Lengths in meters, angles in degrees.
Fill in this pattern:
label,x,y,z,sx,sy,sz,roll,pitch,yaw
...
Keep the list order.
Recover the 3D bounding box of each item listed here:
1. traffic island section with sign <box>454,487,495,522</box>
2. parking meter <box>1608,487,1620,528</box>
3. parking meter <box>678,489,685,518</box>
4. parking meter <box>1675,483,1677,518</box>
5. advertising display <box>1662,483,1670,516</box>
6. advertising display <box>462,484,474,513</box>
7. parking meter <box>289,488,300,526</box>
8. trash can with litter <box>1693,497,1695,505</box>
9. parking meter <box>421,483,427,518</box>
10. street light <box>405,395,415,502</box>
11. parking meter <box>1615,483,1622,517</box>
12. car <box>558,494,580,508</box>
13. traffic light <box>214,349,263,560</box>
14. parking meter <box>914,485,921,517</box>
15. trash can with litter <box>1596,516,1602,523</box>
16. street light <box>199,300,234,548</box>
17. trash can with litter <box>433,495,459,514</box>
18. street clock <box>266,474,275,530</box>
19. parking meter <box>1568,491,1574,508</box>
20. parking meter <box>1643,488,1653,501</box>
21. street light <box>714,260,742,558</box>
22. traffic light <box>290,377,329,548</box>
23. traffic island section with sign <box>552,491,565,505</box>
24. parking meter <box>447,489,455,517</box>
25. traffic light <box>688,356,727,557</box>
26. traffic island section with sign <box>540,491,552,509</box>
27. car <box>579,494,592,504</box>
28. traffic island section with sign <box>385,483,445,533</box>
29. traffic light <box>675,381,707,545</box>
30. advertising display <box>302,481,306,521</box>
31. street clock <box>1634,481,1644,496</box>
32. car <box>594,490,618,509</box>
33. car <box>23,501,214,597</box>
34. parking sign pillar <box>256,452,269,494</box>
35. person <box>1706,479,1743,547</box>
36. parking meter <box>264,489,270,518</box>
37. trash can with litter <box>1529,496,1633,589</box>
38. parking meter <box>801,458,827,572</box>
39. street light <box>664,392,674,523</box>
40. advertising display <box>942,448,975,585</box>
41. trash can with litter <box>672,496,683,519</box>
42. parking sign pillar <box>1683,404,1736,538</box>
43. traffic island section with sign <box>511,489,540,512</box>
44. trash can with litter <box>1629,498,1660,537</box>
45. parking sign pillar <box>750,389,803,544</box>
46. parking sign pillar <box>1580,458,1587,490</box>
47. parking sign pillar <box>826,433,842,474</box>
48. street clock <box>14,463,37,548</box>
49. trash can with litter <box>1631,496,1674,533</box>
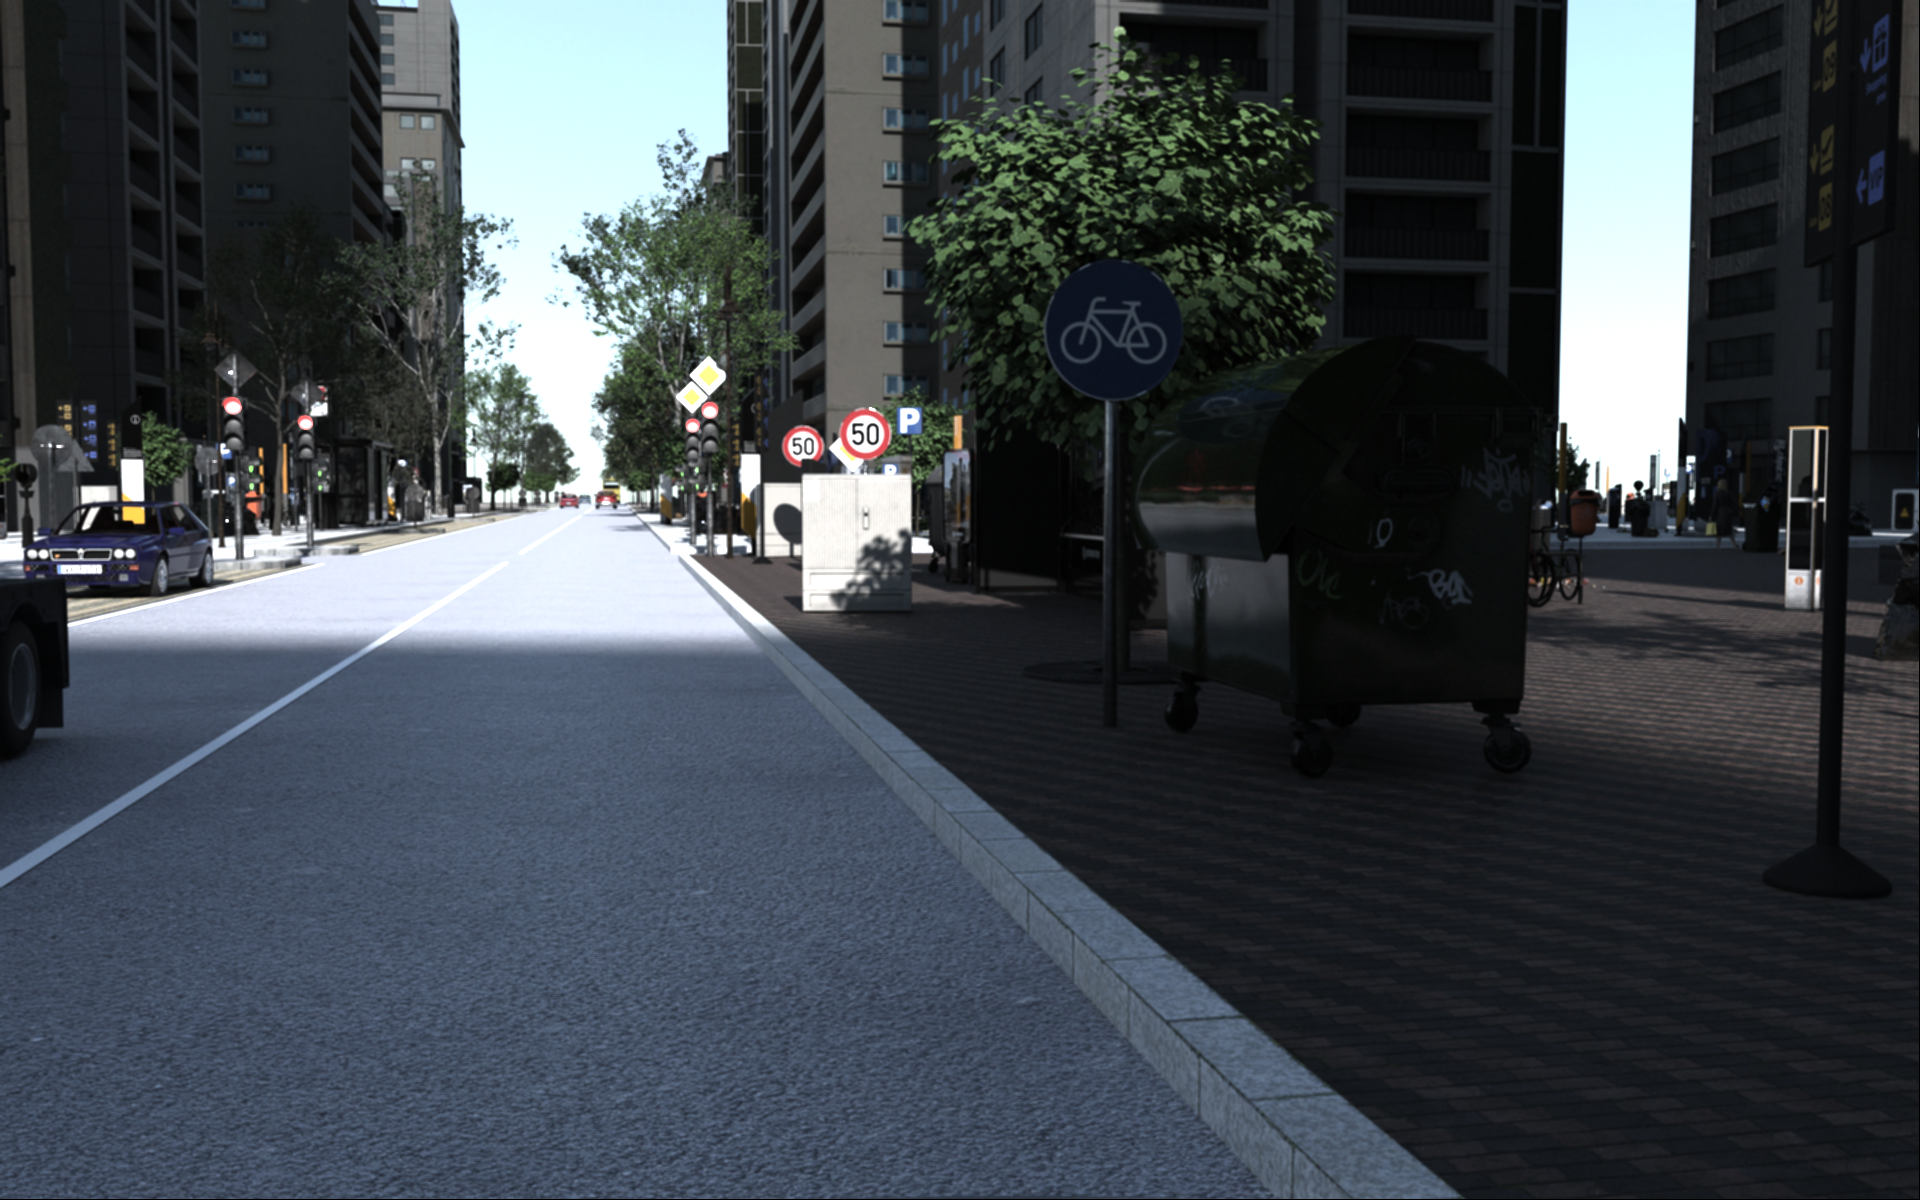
label,x,y,z,sx,sy,sz,roll,pitch,yaw
traffic island section with sign,-25.374,-5.008,90.515,1.989,1.847,2.006,-1,4,-11
parking meter,24.486,-3.451,64.834,0.372,1.533,0.369,0,3,0
parking meter,-15.083,-5.225,93.844,0.372,1.533,0.369,0,3,0
parking meter,39.214,-5.430,94.484,0.399,1.863,0.255,-3,5,-42
advertising display,41.157,-5.829,100.515,0.974,1.923,0.123,-1,4,-19
advertising display,-32.596,-6.705,114.839,0.974,1.923,0.123,2,4,31
parking meter,-26.938,-3.772,70.086,0.372,1.533,0.369,0,3,0
trash can with litter,42.447,-5.415,99.929,0.624,1.170,1.055,0,4,7
parking meter,-29.172,-5.421,94.350,0.255,1.863,0.399,0,4,-5
street light,-25.185,-6.534,79.626,0.468,5.910,1.993,-1,4,-11
parking meter,36.093,-5.464,95.049,0.399,1.863,0.255,1,4,22
car,-39.801,-10.239,176.448,2.155,1.783,4.494,-1,4,-10
traffic light,-14.025,-2.736,33.653,0.839,4.253,0.868,-1,4,-11
parking meter,-2.374,-5.554,96.511,0.255,1.863,0.399,-2,4,-32
trash can with litter,28.037,-4.027,77.234,1.055,1.170,0.624,-1,4,-12
street light,-17.702,-4.194,41.366,0.468,5.910,1.993,-1,4,-11
trash can with litter,-33.335,-6.115,111.038,2.233,1.210,1.678,-1,4,-14
street clock,-24.688,-3.518,62.093,0.358,2.002,0.471,-1,4,-17
parking meter,28.988,-4.669,82.049,0.255,1.863,0.399,-3,5,-42
parking meter,25.931,-3.480,65.305,0.372,1.533,0.369,0,3,0
street light,-4.594,-3.768,34.394,0.468,5.910,1.993,-1,4,-11
traffic light,-15.584,-3.215,41.485,0.839,4.253,0.868,-1,4,-11
traffic island section with sign,-51.197,-12.944,220.260,1.989,1.847,2.006,-1,4,-11
parking meter,-27.919,-5.295,94.983,0.372,1.533,0.369,0,3,0
traffic light,-5.141,-2.845,35.431,0.839,4.253,0.868,-1,4,-11
traffic island section with sign,-40.389,-9.622,165.944,1.989,1.847,2.006,-1,4,-11
car,-54.202,-14.570,250.216,2.014,1.417,4.499,-1,4,-11
traffic island section with sign,-20.073,-3.379,63.869,1.989,1.847,2.006,-1,4,-11
traffic light,-6.699,-3.324,43.263,0.839,4.253,0.868,-1,4,-11
advertising display,-31.353,-4.813,83.906,0.123,1.923,0.974,3,5,42
street clock,36.363,-5.399,92.848,0.471,2.002,0.358,3,4,37
car,-34.332,-9.746,168.025,2.281,1.827,5.304,-1,4,-13
car,-12.080,-0.760,25.005,1.945,1.354,3.894,-1,4,-10
parking sign pillar,-42.650,-7.175,105.789,1.447,3.967,1.447,0,4,6
person,19.123,-2.064,42.470,1.509,1.804,0.699,2,4,27
parking meter,-36.149,-5.024,90.547,0.372,1.533,0.369,0,3,0
trash can with litter,8.414,-0.825,24.539,1.678,1.210,2.233,2,4,30
parking meter,-2.394,-1.395,28.525,0.255,1.863,0.399,3,5,43
street light,-13.082,-6.429,77.902,0.468,5.910,1.993,-1,4,-11
advertising display,-0.002,-1.195,24.760,0.123,1.923,0.974,-2,4,-25
trash can with litter,-14.653,-4.785,89.622,0.624,1.170,1.055,-3,5,-39
parking sign pillar,22.316,-3.854,51.483,1.447,3.967,1.447,0,4,2
traffic island section with sign,-35.025,-7.973,138.990,1.989,1.847,2.006,-1,4,-11
trash can with litter,20.482,-2.465,51.692,0.624,1.170,1.055,-1,4,-16
parking sign pillar,-4.678,-3.419,44.377,1.447,3.967,1.447,-2,4,-34
parking sign pillar,45.831,-8.539,128.083,1.447,3.967,1.447,3,5,45
parking sign pillar,-5.479,-5.339,75.770,1.447,3.967,1.447,-1,4,-16
street clock,-22.144,-2.234,41.103,0.471,2.002,0.358,1,4,17
trash can with litter,22.800,-2.845,57.577,2.233,1.210,1.678,1,4,18
